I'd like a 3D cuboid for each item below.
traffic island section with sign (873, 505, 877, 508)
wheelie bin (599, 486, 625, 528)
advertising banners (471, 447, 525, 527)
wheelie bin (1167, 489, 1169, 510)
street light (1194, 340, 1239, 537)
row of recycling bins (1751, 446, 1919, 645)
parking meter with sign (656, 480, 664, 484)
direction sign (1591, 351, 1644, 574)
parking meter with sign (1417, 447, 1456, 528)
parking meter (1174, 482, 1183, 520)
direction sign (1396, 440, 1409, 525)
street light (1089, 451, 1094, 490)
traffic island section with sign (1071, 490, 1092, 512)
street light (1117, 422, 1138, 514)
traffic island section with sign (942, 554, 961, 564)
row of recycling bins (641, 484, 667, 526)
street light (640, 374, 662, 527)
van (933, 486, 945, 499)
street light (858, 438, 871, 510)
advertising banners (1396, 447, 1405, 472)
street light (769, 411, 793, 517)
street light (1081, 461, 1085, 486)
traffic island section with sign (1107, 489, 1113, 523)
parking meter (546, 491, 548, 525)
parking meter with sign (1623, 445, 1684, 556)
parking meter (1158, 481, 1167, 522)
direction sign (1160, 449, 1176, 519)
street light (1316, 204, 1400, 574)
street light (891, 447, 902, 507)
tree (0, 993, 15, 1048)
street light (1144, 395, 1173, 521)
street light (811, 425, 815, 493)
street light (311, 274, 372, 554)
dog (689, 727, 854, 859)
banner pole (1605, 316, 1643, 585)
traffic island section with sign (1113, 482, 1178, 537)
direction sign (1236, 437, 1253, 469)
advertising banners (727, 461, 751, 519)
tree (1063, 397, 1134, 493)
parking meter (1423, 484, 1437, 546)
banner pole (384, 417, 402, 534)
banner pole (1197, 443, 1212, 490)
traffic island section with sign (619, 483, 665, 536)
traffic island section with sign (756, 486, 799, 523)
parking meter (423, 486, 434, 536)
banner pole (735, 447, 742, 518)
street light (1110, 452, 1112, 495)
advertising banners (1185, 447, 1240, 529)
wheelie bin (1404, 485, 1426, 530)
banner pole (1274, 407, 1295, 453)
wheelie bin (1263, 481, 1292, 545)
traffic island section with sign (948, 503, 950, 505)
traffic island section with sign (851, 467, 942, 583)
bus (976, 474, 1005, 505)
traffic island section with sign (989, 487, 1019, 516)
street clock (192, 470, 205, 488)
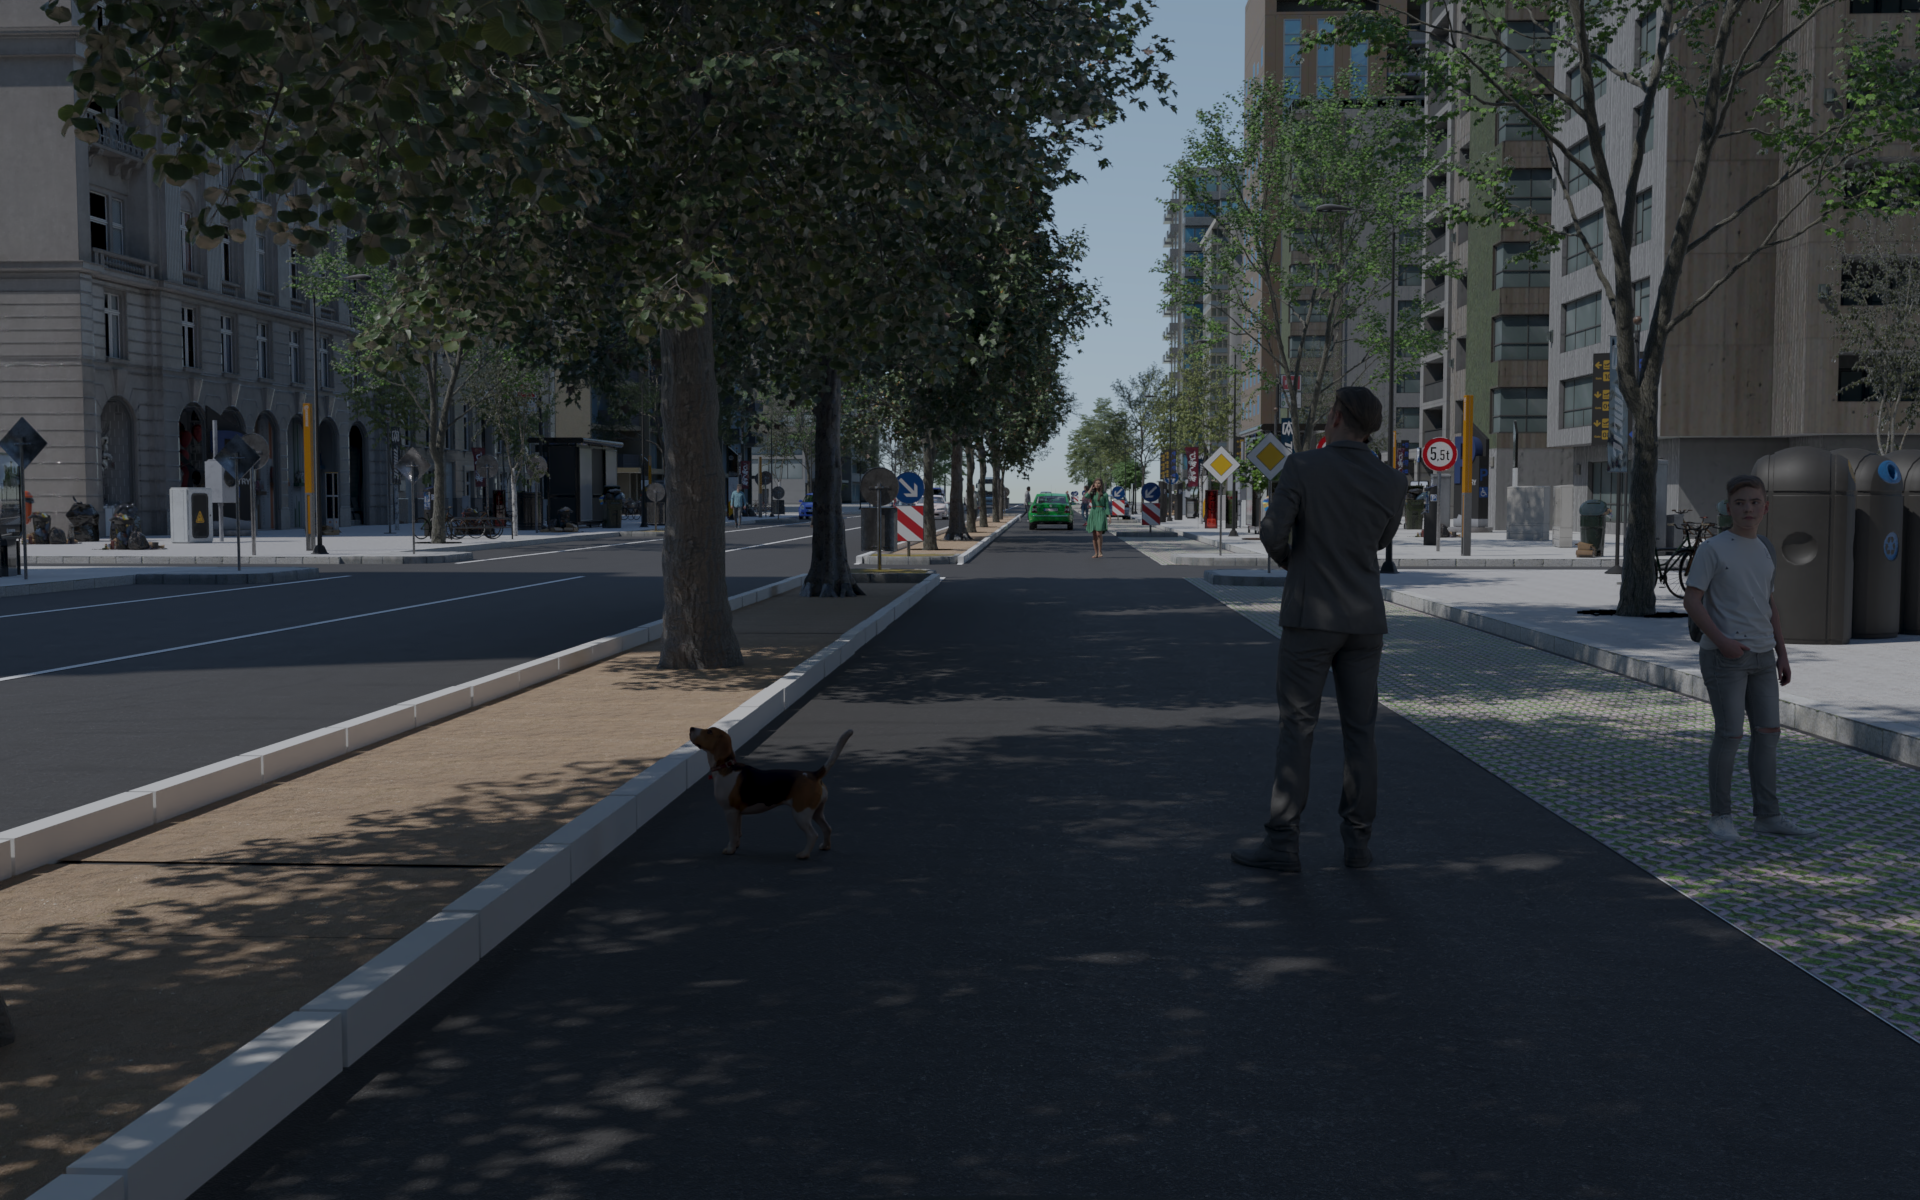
[{"bbox_3d":[-6.550,-7.826,136.578,1.989,1.847,2.006,0,4,3],"label":"traffic island section with sign"},{"bbox_3d":[-13.040,-3.497,65.092,0.980,1.594,0.693,-2,4,-32],"label":"wheelie bin"},{"bbox_3d":[-17.321,-4.220,65.190,2.074,3.025,0.090,-2,4,-26],"label":"advertising banners"},{"bbox_3d":[12.750,-6.101,107.666,0.693,1.594,0.980,-2,4,-35],"label":"wheelie bin"},{"bbox_3d":[7.731,-4.873,52.219,1.470,5.913,1.316,0,4,3],"label":"street light"},{"bbox_3d":[8.398,-0.532,15.814,3.534,1.692,1.069,-2,4,-33],"label":"row of recycling bins"},{"bbox_3d":[-16.058,-5.955,93.626,1.738,3.016,0.543,3,4,36],"label":"parking meter with sign"},{"bbox_3d":[10.557,-2.185,27.727,0.876,3.537,0.379,2,4,32],"label":"direction sign"},{"bbox_3d":[18.045,-4.201,64.949,1.738,3.016,0.543,0,4,5],"label":"parking meter with sign"},{"bbox_3d":[10.707,-4.844,84.918,0.399,1.863,0.255,-2,4,-32],"label":"parking meter"},{"bbox_3d":[18.381,-4.929,72.590,0.876,3.537,0.379,-1,4,-10],"label":"direction sign"},{"bbox_3d":[14.617,-13.098,186.691,1.470,5.913,1.316,0,4,3],"label":"street light"},{"bbox_3d":[11.658,-9.438,162.938,1.989,1.847,2.006,0,4,3],"label":"traffic island section with sign"},{"bbox_3d":[10.713,-8.465,110.940,1.470,5.913,1.316,0,4,3],"label":"street light"},{"bbox_3d":[-1.010,-1.708,36.070,2.006,1.907,1.989,0,4,3],"label":"traffic island section with sign"},{"bbox_3d":[-12.556,-3.964,71.925,1.069,1.692,3.534,-1,4,-18],"label":"row of recycling bins"},{"bbox_3d":[-11.651,-5.753,66.606,1.470,5.913,1.316,0,4,3],"label":"street light"},{"bbox_3d":[-2.454,-9.311,156.611,2.240,2.365,5.245,0,4,4],"label":"van"},{"bbox_3d":[-7.690,-10.419,142.893,1.470,5.913,1.316,0,4,3],"label":"street light"},{"bbox_3d":[15.952,-4.186,64.634,2.074,3.025,0.090,-3,4,-38],"label":"advertising banners"},{"bbox_3d":[-9.949,-7.577,96.421,1.470,5.913,1.316,0,4,3],"label":"street light"},{"bbox_3d":[17.481,-16.417,240.960,1.470,5.913,1.316,0,4,3],"label":"street light"},{"bbox_3d":[7.647,-4.683,85.194,1.989,1.847,2.006,0,4,3],"label":"traffic island section with sign"},{"bbox_3d":[-16.993,-3.887,71.966,0.372,1.533,0.369,0,3,0],"label":"parking meter"},{"bbox_3d":[14.304,-2.422,35.854,1.738,3.016,0.543,-2,4,-33],"label":"parking meter with sign"},{"bbox_3d":[9.148,-4.440,78.312,0.255,1.863,0.399,2,4,32],"label":"parking meter"},{"bbox_3d":[10.677,-5.871,87.981,0.379,3.537,0.876,-2,4,-33],"label":"direction sign"},{"bbox_3d":[6.404,-3.386,27.906,1.470,5.913,1.316,0,4,3],"label":"street light"},{"bbox_3d":[-6.214,-12.218,172.304,1.470,5.913,1.316,0,4,3],"label":"street light"},{"bbox_3d":[-2.804,-5.798,3.908,9.857,13.997,8.962,0,3,0],"label":"tree"},{"bbox_3d":[9.317,-6.649,81.256,1.470,5.913,1.316,0,4,3],"label":"street light"},{"bbox_3d":[-9.190,-8.615,113.388,1.470,5.913,1.316,0,4,3],"label":"street light"},{"bbox_3d":[-13.136,-3.930,36.793,1.470,5.913,1.316,0,4,3],"label":"street light"},{"bbox_3d":[-0.754,0.758,6.890,0.540,0.507,0.406,-2,4,-33],"label":"dog"},{"bbox_3d":[9.325,-2.097,24.295,0.863,3.779,0.401,-2,4,-34],"label":"banner pole"},{"bbox_3d":[6.254,-3.028,58.130,1.989,1.847,2.006,0,4,3],"label":"traffic island section with sign"},{"bbox_3d":[11.299,-4.665,68.264,0.876,3.537,0.379,1,4,12],"label":"direction sign"},{"bbox_3d":[-11.951,-5.760,90.370,2.074,3.025,0.090,0,4,-7],"label":"advertising banners"},{"bbox_3d":[17.026,-17.408,202.747,7.486,12.596,7.792,0,3,0],"label":"tree"},{"bbox_3d":[11.770,-2.130,43.234,0.372,1.533,0.369,0,3,0],"label":"parking meter"},{"bbox_3d":[-18.452,-4.060,56.402,0.401,3.779,0.863,1,4,18],"label":"banner pole"},{"bbox_3d":[12.003,-5.788,84.651,0.863,3.779,0.401,0,4,3],"label":"banner pole"},{"bbox_3d":[-10.521,-3.113,59.522,1.989,1.847,2.006,0,4,3],"label":"traffic island section with sign"},{"bbox_3d":[-9.113,-4.778,86.756,1.989,1.847,2.006,0,4,3],"label":"traffic island section with sign"},{"bbox_3d":[-16.083,-2.702,52.581,0.372,1.533,0.369,0,3,0],"label":"parking meter"},{"bbox_3d":[-11.798,-6.258,92.339,0.401,3.779,0.863,1,4,17],"label":"banner pole"},{"bbox_3d":[11.645,-9.490,127.697,1.470,5.913,1.316,0,4,3],"label":"street light"},{"bbox_3d":[9.337,-4.153,64.094,2.074,3.025,0.090,0,4,-1],"label":"advertising banners"},{"bbox_3d":[16.419,-3.339,62.498,0.980,1.594,0.693,0,4,4],"label":"wheelie bin"},{"bbox_3d":[9.332,-3.671,50.034,0.863,3.779,0.401,2,4,24],"label":"banner pole"},{"bbox_3d":[7.596,-1.995,40.527,0.980,1.594,0.693,0,4,-1],"label":"wheelie bin"},{"bbox_3d":[-0.922,-14.513,245.911,1.989,1.847,2.006,0,4,3],"label":"traffic island section with sign"},{"bbox_3d":[-1.401,-1.256,28.673,2.006,1.907,1.989,0,4,3],"label":"traffic island section with sign"},{"bbox_3d":[3.208,-11.368,180.728,2.948,3.499,13.247,0,4,2],"label":"bus"},{"bbox_3d":[2.845,-6.298,111.110,2.006,1.907,1.989,0,4,3],"label":"traffic island section with sign"},{"bbox_3d":[-22.574,-2.868,51.470,0.471,2.002,0.358,2,4,33],"label":"street clock"}]
